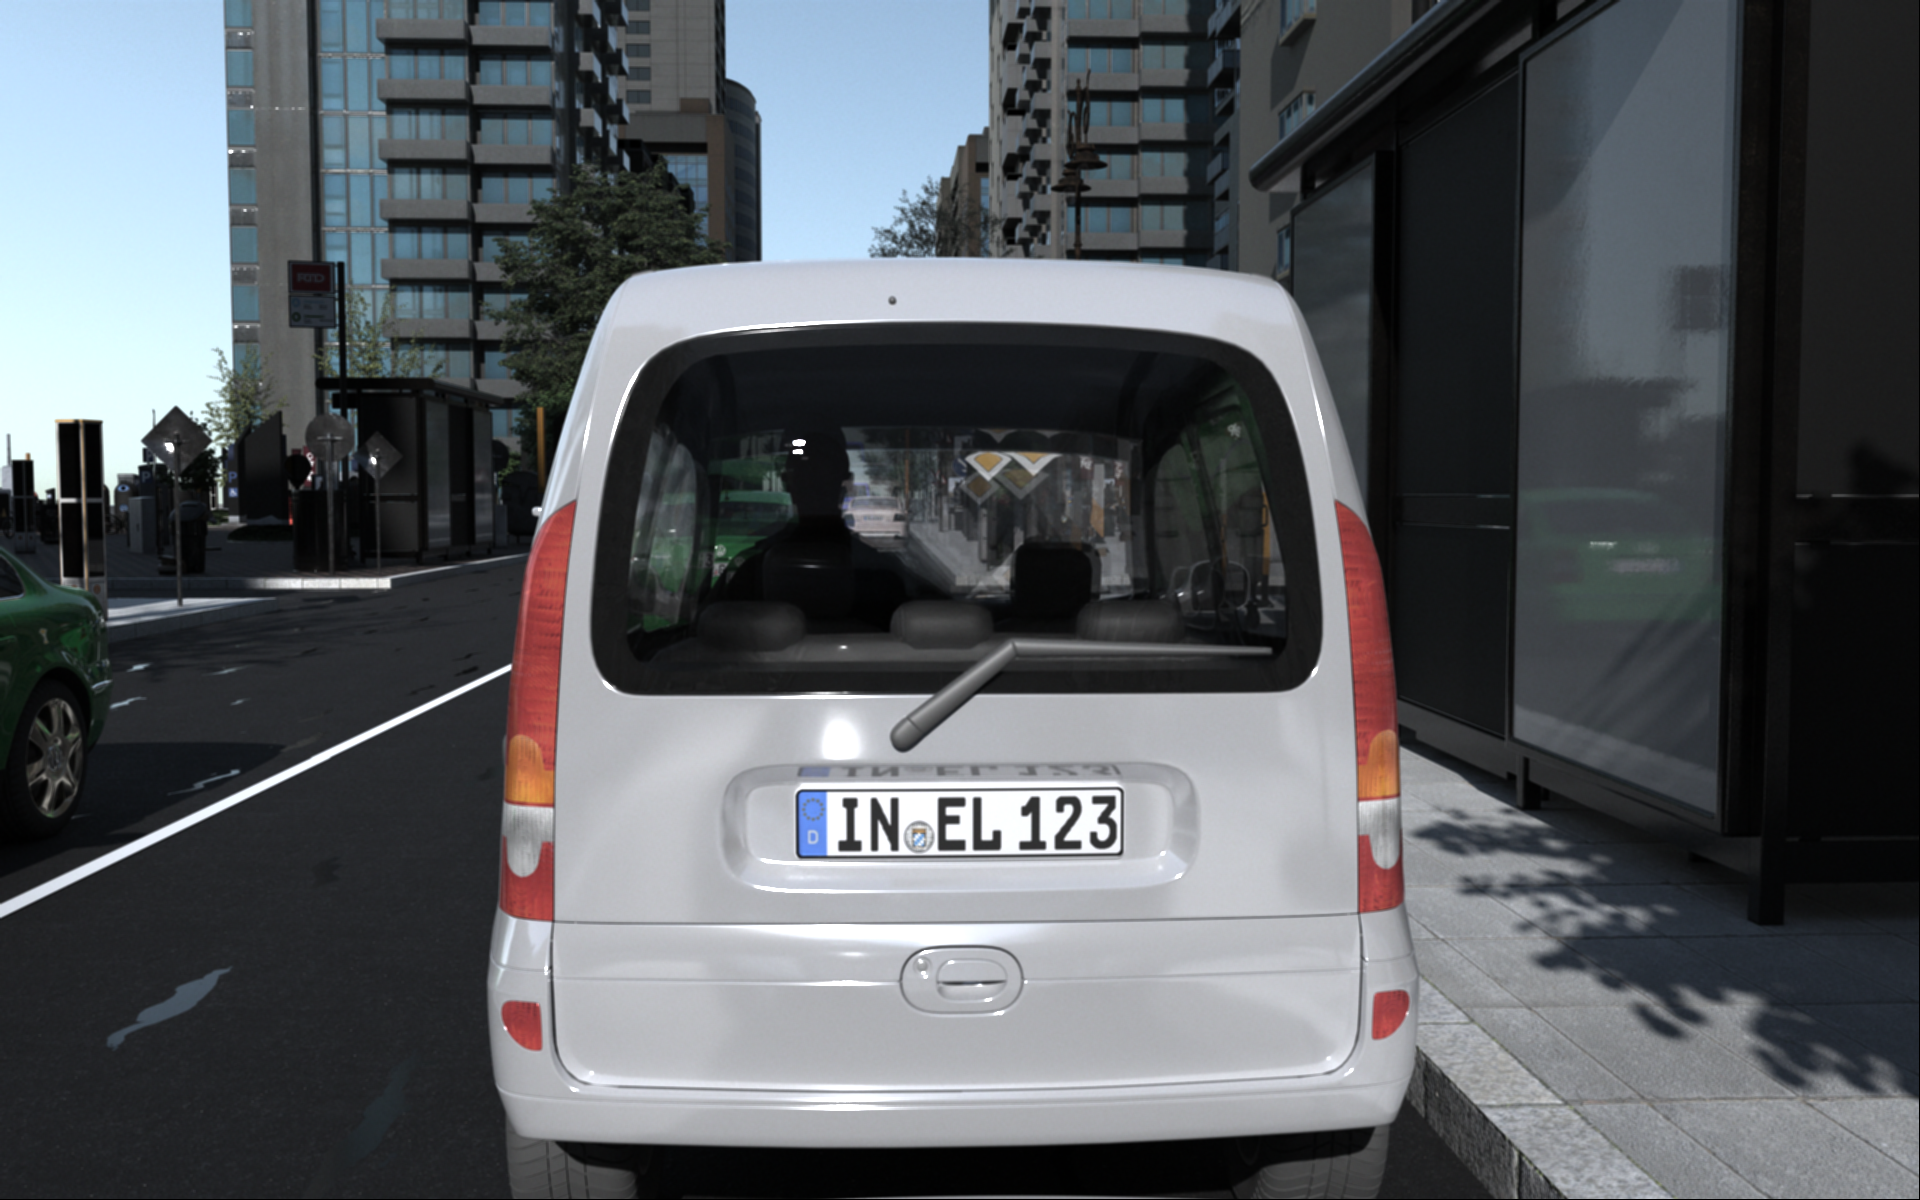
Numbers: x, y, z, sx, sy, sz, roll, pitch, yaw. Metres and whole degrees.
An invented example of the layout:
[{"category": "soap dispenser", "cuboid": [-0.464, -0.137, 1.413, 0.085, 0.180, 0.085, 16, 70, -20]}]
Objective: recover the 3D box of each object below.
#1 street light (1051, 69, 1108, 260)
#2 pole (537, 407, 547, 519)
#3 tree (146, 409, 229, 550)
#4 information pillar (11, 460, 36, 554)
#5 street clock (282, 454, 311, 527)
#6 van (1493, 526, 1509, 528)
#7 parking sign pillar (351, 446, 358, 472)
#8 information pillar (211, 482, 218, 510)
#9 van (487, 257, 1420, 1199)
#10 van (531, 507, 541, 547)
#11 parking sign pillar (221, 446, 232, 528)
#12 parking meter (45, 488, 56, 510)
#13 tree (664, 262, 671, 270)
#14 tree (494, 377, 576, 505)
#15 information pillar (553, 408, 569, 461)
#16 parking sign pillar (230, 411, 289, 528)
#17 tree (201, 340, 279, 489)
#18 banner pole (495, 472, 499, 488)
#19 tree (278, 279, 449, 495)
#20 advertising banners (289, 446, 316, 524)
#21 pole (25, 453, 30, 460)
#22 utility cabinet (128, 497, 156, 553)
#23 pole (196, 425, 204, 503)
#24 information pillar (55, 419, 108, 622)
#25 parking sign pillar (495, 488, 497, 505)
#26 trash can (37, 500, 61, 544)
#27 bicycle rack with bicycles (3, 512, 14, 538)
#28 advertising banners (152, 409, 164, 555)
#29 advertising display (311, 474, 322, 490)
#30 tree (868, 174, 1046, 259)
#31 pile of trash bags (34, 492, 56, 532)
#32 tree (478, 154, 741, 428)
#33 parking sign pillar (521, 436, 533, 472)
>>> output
[{"category": "street light", "cuboid": [1.319, -2.854, 19.449, 0.468, 5.910, 1.993, 0, 4, -3]}, {"category": "pole", "cuboid": [-9.829, -2.868, 40.736, 0.158, 3.312, 0.155, 0, 3, 0]}, {"category": "tree", "cuboid": [-17.550, -2.763, 39.770, 1.663, 3.219, 1.824, 0, 3, 0]}, {"category": "information pillar", "cuboid": [-20.240, -2.016, 37.450, 0.304, 2.012, 0.304, 1, 4, 9]}, {"category": "street clock", "cuboid": [-12.096, -1.655, 31.635, 0.471, 2.002, 0.358, -2, 4, -29]}, {"category": "van", "cuboid": [9.298, -1.066, 24.436, 4.112, 2.044, 2.013, 0, 4, -3]}, {"category": "parking sign pillar", "cuboid": [-33.312, -6.558, 95.698, 1.447, 3.967, 1.447, -1, 4, -23]}, {"category": "information pillar", "cuboid": [-43.669, -5.929, 101.438, 0.304, 2.012, 0.304, 0, 4, -2]}, {"category": "van", "cuboid": [-0.082, 0.139, 4.740, 2.013, 2.044, 4.112, 0, 4, -2]}, {"category": "van", "cuboid": [-5.951, -1.326, 28.690, 2.013, 2.044, 4.112, 0, 4, -2]}, {"category": "parking sign pillar", "cuboid": [-27.446, -4.744, 66.029, 1.447, 3.967, 1.447, 0, 4, 1]}, {"category": "parking meter", "cuboid": [-38.552, -3.977, 73.428, 0.372, 1.533, 0.369, 0, 3, 0]}, {"category": "tree", "cuboid": [-13.539, -10.216, 84.033, 9.611, 12.733, 9.660, 0, 3, 0]}, {"category": "tree", "cuboid": [-11.033, -3.984, 48.855, 4.285, 4.588, 4.351, 0, 3, 0]}, {"category": "information pillar", "cuboid": [-10.561, -3.349, 46.113, 0.504, 3.616, 0.183, -1, 4, -10]}, {"category": "parking sign pillar", "cuboid": [-22.566, -4.154, 56.384, 1.447, 3.967, 1.447, 1, 4, 13]}, {"category": "tree", "cuboid": [-34.493, -8.132, 83.322, 4.737, 8.622, 4.395, 0, 3, 0]}, {"category": "banner pole", "cuboid": [-22.367, -5.662, 82.590, 0.863, 3.779, 0.401, 1, 4, 15]}, {"category": "tree", "cuboid": [-20.169, -6.708, 60.037, 4.737, 8.622, 4.395, 0, 3, 0]}, {"category": "advertising banners", "cuboid": [-24.282, -4.068, 62.700, 2.074, 3.025, 0.090, 0, 4, -5]}, {"category": "pole", "cuboid": [-46.542, -5.671, 86.560, 0.158, 3.312, 0.155, 0, 3, 0]}, {"category": "utility cabinet", "cuboid": [-18.039, -1.653, 38.192, 0.306, 1.237, 1.020, -3, 5, -40]}, {"category": "pole", "cuboid": [-22.412, -3.497, 51.025, 0.158, 3.312, 0.155, 0, 3, 0]}, {"category": "information pillar", "cuboid": [-8.729, -0.779, 17.222, 0.304, 2.012, 0.304, 1, 4, 11]}, {"category": "parking sign pillar", "cuboid": [-24.010, -6.032, 87.091, 1.447, 3.967, 1.447, 0, 4, -8]}, {"category": "trash can", "cuboid": [-23.278, -2.007, 44.464, 0.748, 1.137, 0.748, 0, 3, 0]}, {"category": "bicycle rack with bicycles", "cuboid": [-26.881, -2.302, 51.015, 2.852, 0.926, 2.925, 1, 4, 21]}, {"category": "advertising banners", "cuboid": [-16.985, -2.475, 36.657, 0.090, 3.025, 2.074, -1, 4, -22]}, {"category": "advertising display", "cuboid": [-21.119, -3.191, 57.383, 0.123, 1.923, 0.974, 1, 4, 16]}, {"category": "tree", "cuboid": [-0.265, -9.559, 66.668, 12.009, 13.543, 11.850, 0, 3, 0]}, {"category": "pile of trash bags", "cuboid": [-31.562, -3.074, 60.011, 3.447, 1.369, 1.912, 3, 4, 36]}, {"category": "tree", "cuboid": [-12.483, -9.637, 64.213, 9.857, 13.997, 8.962, 0, 3, 0]}, {"category": "parking sign pillar", "cuboid": [-12.908, -3.989, 53.697, 1.447, 3.967, 1.447, 0, 4, 3]}]
